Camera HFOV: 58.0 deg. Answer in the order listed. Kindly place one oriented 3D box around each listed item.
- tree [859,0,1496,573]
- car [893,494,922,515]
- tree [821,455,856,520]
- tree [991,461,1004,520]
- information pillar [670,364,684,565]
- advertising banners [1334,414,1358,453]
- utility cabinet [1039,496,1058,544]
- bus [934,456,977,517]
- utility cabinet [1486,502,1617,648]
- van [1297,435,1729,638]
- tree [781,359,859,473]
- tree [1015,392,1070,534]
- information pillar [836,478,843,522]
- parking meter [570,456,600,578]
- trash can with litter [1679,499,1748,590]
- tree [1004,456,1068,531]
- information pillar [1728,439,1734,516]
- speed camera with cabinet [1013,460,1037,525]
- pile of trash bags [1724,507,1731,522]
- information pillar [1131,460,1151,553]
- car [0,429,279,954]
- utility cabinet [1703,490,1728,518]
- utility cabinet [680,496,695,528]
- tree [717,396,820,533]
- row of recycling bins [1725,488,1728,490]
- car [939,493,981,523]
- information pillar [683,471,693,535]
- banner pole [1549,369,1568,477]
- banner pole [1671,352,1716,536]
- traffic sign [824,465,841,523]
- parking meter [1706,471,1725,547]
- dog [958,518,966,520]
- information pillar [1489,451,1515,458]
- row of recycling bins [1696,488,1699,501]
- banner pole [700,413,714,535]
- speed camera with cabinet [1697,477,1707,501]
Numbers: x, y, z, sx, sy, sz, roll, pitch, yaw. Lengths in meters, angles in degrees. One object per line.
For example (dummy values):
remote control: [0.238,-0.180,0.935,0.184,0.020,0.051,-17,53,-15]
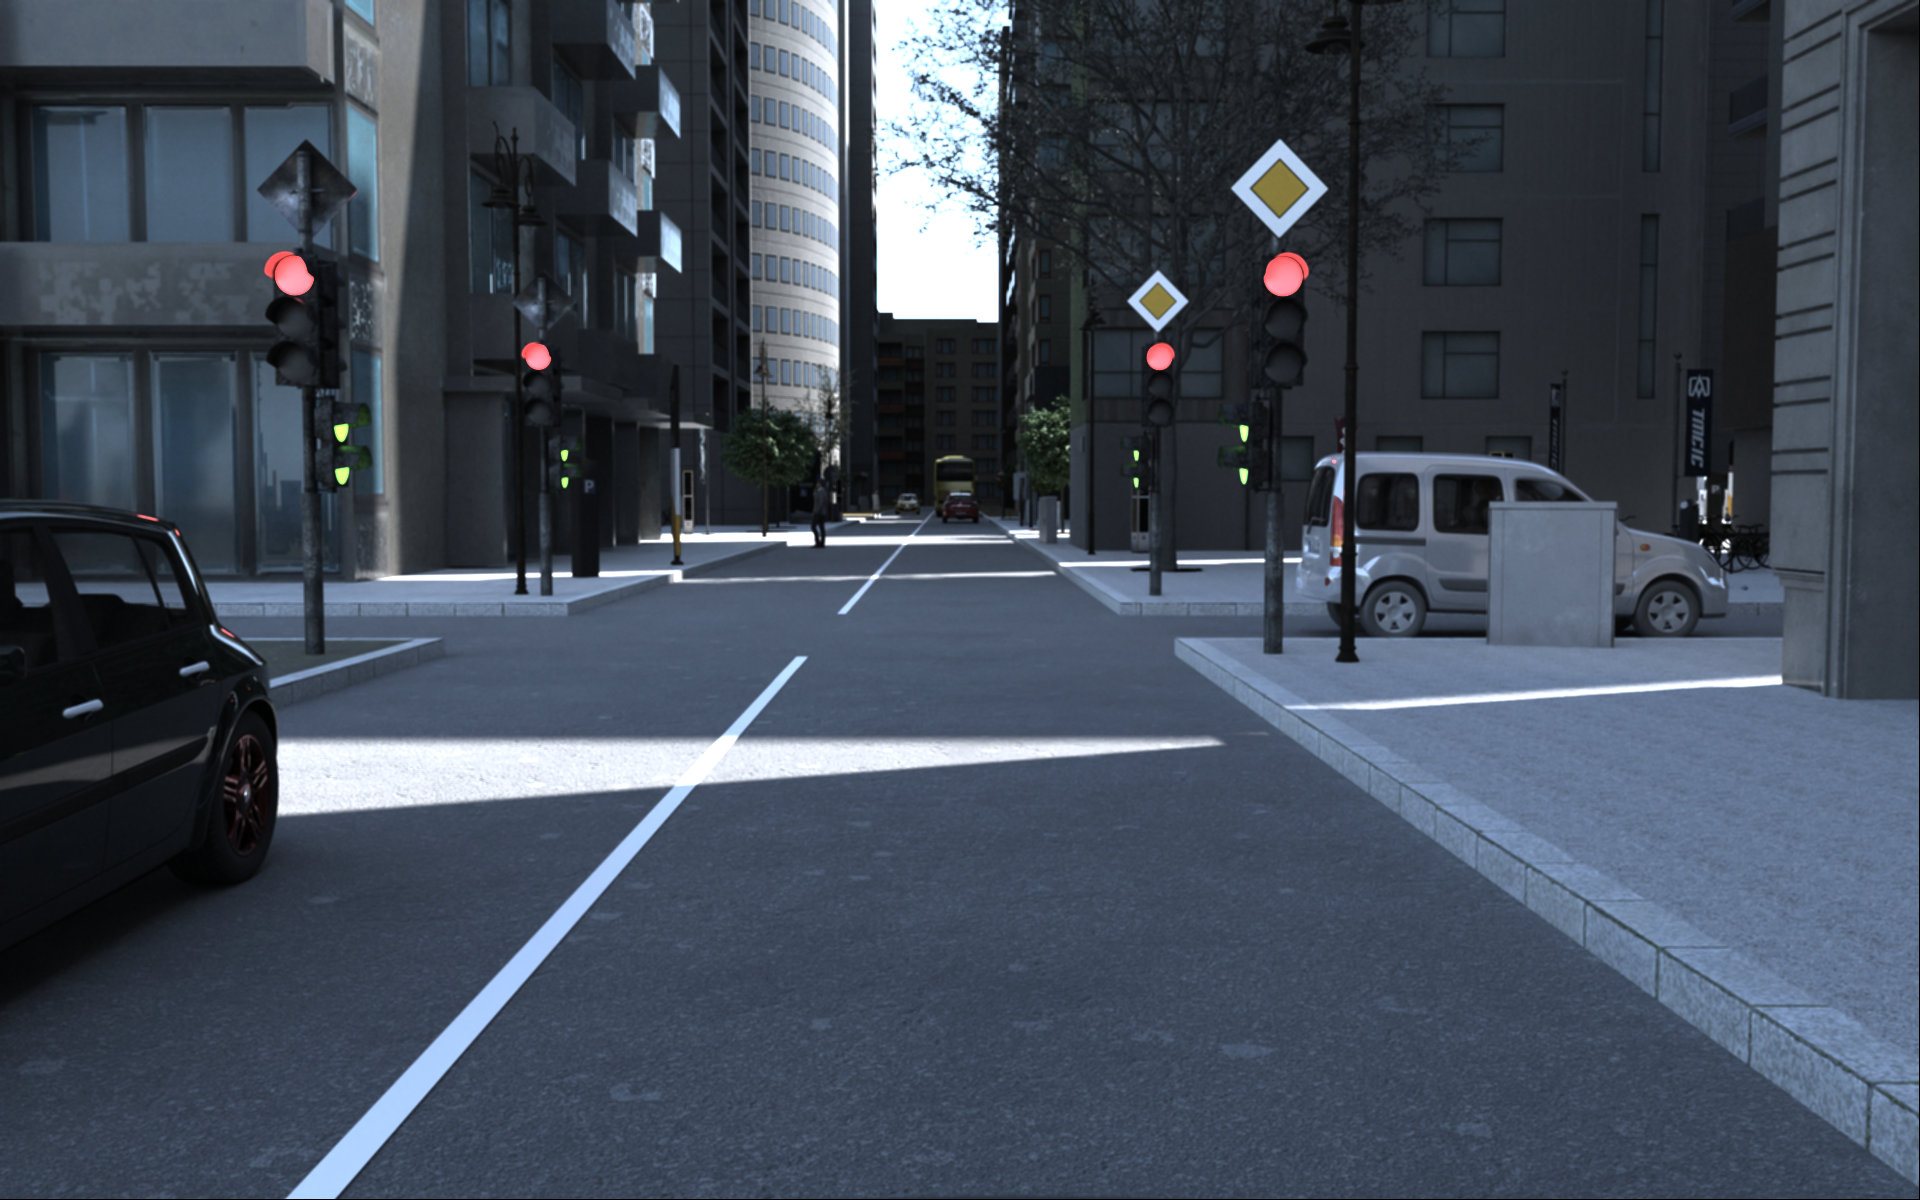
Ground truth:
tree: [3.498,-7.209,28.243,12.009,13.543,11.850,0,3,0]
car: [-3.675,-6.829,121.872,2.015,1.641,3.980,0,4,-1]
tree: [-6.247,-5.636,86.745,1.663,3.219,1.824,0,3,0]
tree: [2.379,-5.633,86.707,1.663,3.219,1.824,0,3,0]
information pillar: [-5.165,-2.451,31.429,0.183,3.616,0.504,-1,4,-19]
advertising banners: [9.219,-2.552,37.907,2.074,3.025,0.090,1,4,19]
utility cabinet: [2.287,-2.078,45.130,0.306,1.237,1.020,-1,4,-9]
bus: [-0.298,-7.336,111.494,2.896,3.916,12.252,0,4,0]
utility cabinet: [5.012,-0.215,14.684,1.020,1.237,0.306,1,4,19]
van: [5.510,-0.633,17.367,4.112,2.044,2.013,0,4,-1]
tree: [-7.373,-8.796,94.177,4.360,8.622,3.978,0,3,0]
tree: [3.400,-4.435,56.233,4.285,4.588,4.351,0,3,0]
information pillar: [-5.591,-4.633,80.248,0.304,2.012,0.304,0,4,-1]
parking meter: [-5.781,-1.286,26.738,0.255,1.863,0.399,3,5,43]
trash can with litter: [9.711,-0.749,23.299,1.678,1.210,2.233,1,4,19]
tree: [2.851,-4.036,60.590,1.663,3.219,1.824,0,3,0]
information pillar: [29.590,-4.577,66.195,0.183,3.616,0.504,-1,4,-20]
speed camera with cabinet: [2.722,-4.771,72.333,0.660,3.252,2.038,1,4,16]
pile of trash bags: [40.941,-4.769,87.720,3.447,1.369,1.912,-1,4,-14]
information pillar: [3.917,-2.022,37.546,0.304,2.012,0.304,-1,4,-23]
car: [-3.435,0.293,5.000,2.009,1.686,4.222,0,4,-1]
utility cabinet: [40.299,-5.119,92.369,0.318,1.500,1.173,-3,4,-38]
utility cabinet: [-10.400,-3.311,65.295,0.306,1.237,1.020,1,4,23]
tree: [-6.485,-4.559,58.254,4.285,4.588,4.351,0,3,0]
row of recycling bins: [42.041,-5.234,92.681,1.069,1.692,3.534,0,4,-7]
car: [0.007,-4.750,86.705,2.155,1.783,4.494,0,4,-1]
information pillar: [-8.620,-3.083,54.905,0.304,2.012,0.304,-1,4,-9]
banner pole: [11.942,-2.727,34.596,0.401,3.779,0.863,3,5,44]
banner pole: [12.862,-2.481,30.576,0.863,3.779,0.401,0,4,1]
traffic sign: [-5.639,-4.662,76.335,0.768,2.556,0.104,0,4,6]
parking meter: [18.402,-2.230,42.179,0.399,1.863,0.255,2,4,24]
dog: [0.130,-4.638,96.030,0.550,0.427,0.748,1,4,9]
information pillar: [9.291,-1.545,29.752,0.304,2.012,0.304,-2,4,-35]
row of recycling bins: [30.661,-4.058,73.454,1.069,1.692,3.534,1,4,18]
banner pole: [-7.964,-3.912,53.985,0.401,3.779,0.863,-2,4,-29]
speed camera with cabinet: [35.293,-5.415,82.877,0.660,3.252,2.038,2,4,30]
